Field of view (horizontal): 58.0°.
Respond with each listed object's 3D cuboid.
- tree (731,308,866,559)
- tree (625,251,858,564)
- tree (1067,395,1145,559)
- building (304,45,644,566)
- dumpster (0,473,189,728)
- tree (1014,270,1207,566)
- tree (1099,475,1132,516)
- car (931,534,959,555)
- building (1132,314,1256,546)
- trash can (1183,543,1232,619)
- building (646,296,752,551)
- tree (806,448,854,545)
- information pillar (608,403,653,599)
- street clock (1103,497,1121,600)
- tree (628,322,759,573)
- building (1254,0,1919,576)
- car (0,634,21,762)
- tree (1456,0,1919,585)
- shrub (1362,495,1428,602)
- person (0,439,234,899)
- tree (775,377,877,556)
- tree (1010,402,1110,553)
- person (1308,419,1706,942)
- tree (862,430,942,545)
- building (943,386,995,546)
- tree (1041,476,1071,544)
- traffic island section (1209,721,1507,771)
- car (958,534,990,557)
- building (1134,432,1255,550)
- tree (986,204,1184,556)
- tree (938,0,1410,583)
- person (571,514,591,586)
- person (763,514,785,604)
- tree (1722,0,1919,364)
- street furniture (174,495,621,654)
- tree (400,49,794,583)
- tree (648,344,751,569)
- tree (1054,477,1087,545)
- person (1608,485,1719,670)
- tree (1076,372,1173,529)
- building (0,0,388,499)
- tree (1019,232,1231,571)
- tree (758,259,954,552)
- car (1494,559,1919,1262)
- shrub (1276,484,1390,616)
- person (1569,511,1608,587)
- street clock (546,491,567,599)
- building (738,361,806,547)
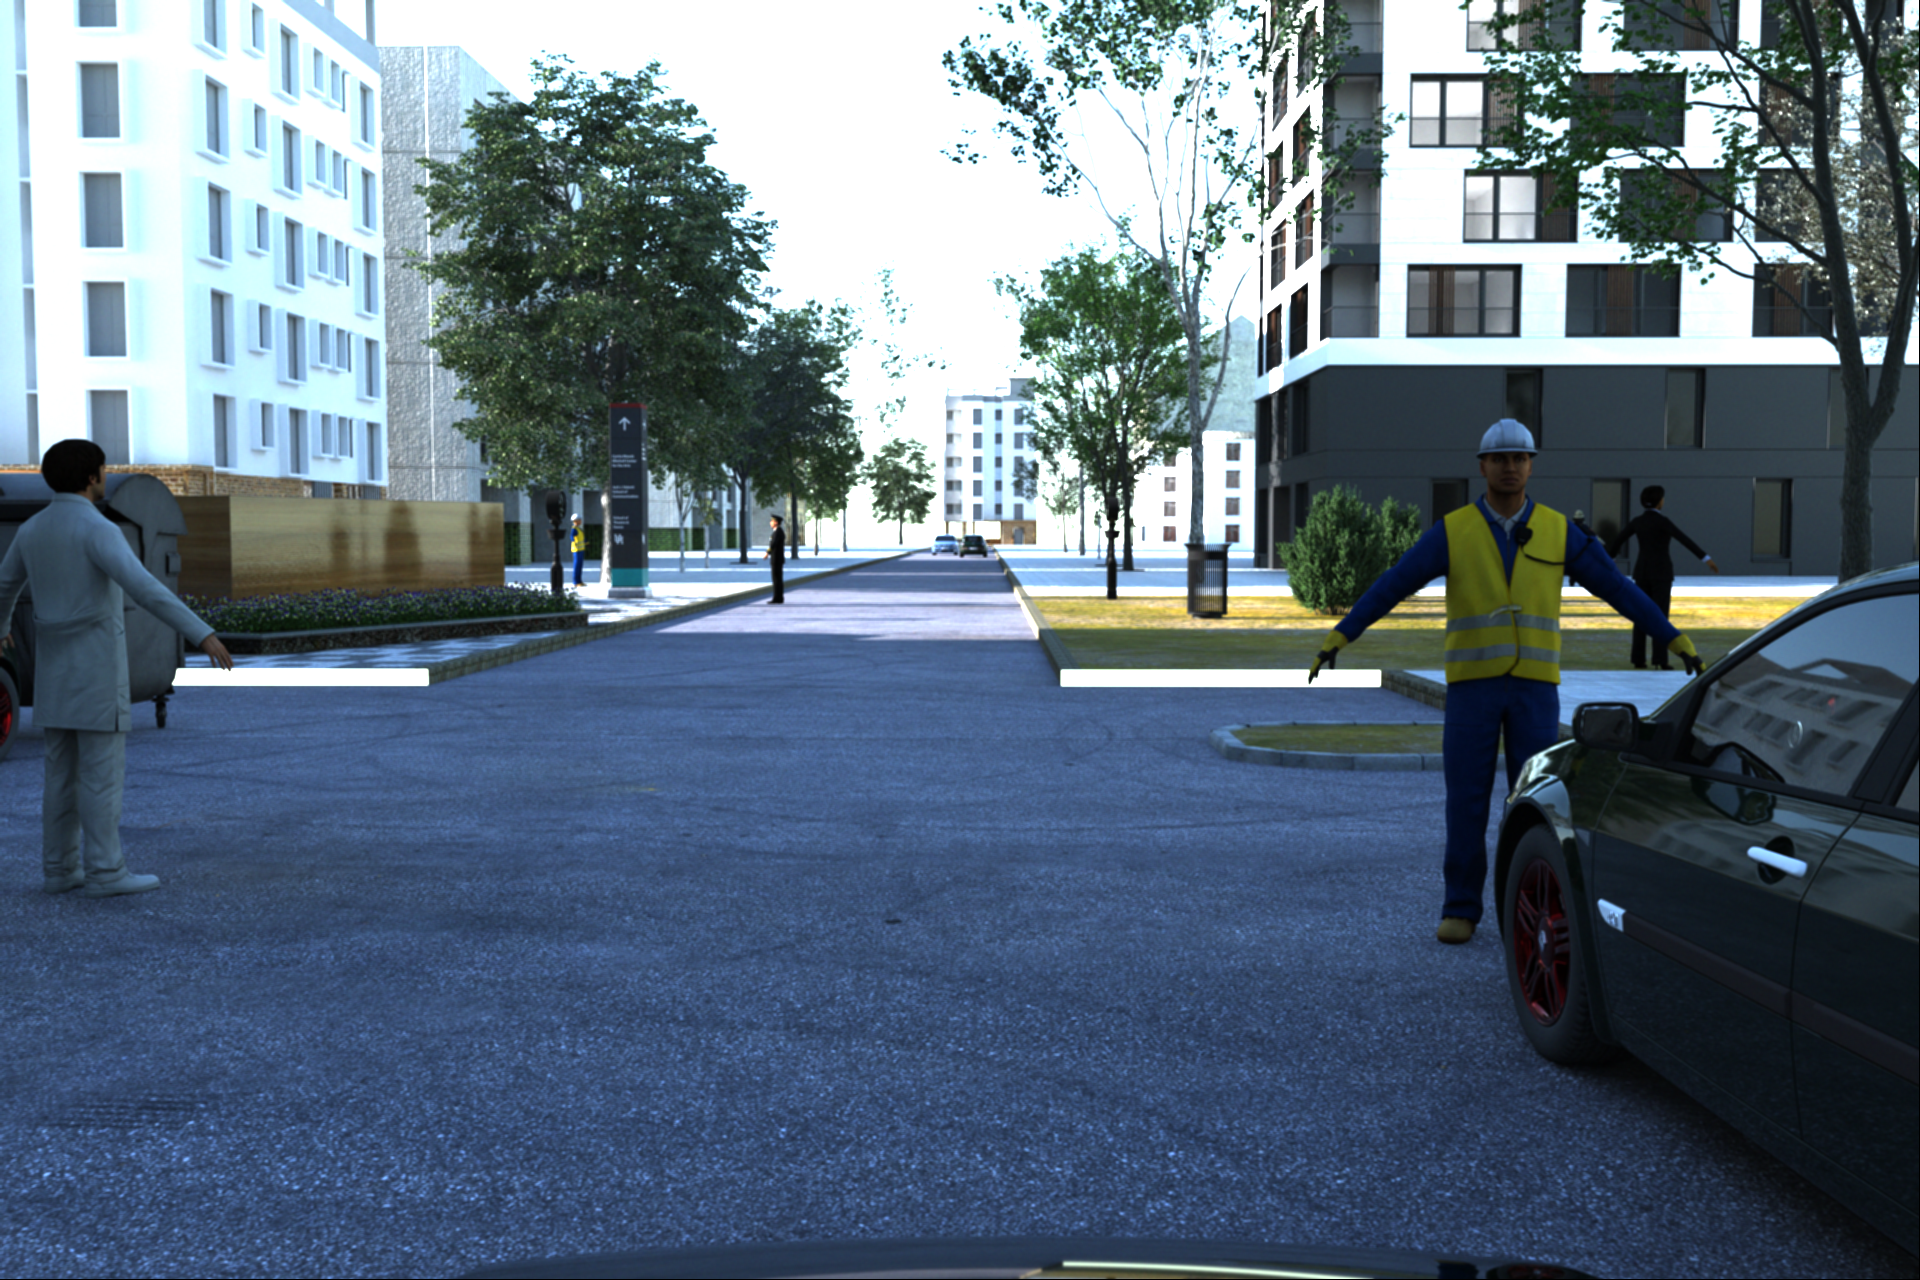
[{"bbox_3d":[-8.826,-10.378,87.809,7.486,12.596,7.792,0,3,0],"label":"tree"},{"bbox_3d":[-9.430,-10.049,74.669,12.009,13.543,11.850,0,3,0],"label":"tree"},{"bbox_3d":[7.372,-8.471,88.869,4.737,8.622,4.395,0,3,0],"label":"tree"},{"bbox_3d":[-26.003,-12.998,78.979,16.747,18.905,31.486,0,4,2],"label":"building"},{"bbox_3d":[-6.621,-0.249,12.279,1.865,1.857,1.264,0,4,1],"label":"dumpster"},{"bbox_3d":[5.960,-8.758,68.956,9.928,11.665,9.643,0,3,0],"label":"tree"},{"bbox_3d":[20.230,-16.750,208.274,7.601,10.594,8.767,0,4,6],"label":"tree"},{"bbox_3d":[-1.008,-6.558,119.219,2.014,1.417,4.499,0,4,1],"label":"car"},{"bbox_3d":[28.179,-21.484,182.193,19.493,23.208,18.063,0,4,1],"label":"building"},{"bbox_3d":[3.768,-0.901,26.378,0.748,1.137,0.748,0,3,0],"label":"trash can"},{"bbox_3d":[-28.216,-17.037,145.005,16.747,18.905,31.486,0,4,2],"label":"building"},{"bbox_3d":[-16.582,-17.917,211.063,7.486,12.596,7.792,0,3,0],"label":"tree"},{"bbox_3d":[-6.605,-2.766,34.595,0.750,3.857,0.750,0,4,1],"label":"information pillar"},{"bbox_3d":[2.981,-1.797,33.957,0.358,2.002,0.471,0,4,-1],"label":"street clock"},{"bbox_3d":[-9.418,-6.553,57.500,4.360,8.622,3.978,0,3,0],"label":"tree"},{"bbox_3d":[25.299,-13.722,68.325,27.936,21.610,32.646,0,4,1],"label":"building"},{"bbox_3d":[-6.832,0.029,9.306,2.009,1.686,4.222,0,4,1],"label":"car"},{"bbox_3d":[8.383,-5.501,15.694,9.928,11.665,9.643,0,3,0],"label":"tree"},{"bbox_3d":[8.236,-1.749,33.013,1.690,2.028,1.600,0,3,0],"label":"shrub"},{"bbox_3d":[-3.482,0.105,6.921,1.347,1.806,0.705,2,4,24],"label":"person"},{"bbox_3d":[-8.185,-10.234,101.744,7.601,10.594,8.767,-3,4,-36],"label":"tree"},{"bbox_3d":[6.892,-11.258,118.488,7.601,10.594,8.767,0,4,-8],"label":"tree"},{"bbox_3d":[1.912,0.143,6.096,1.349,1.833,0.705,1,4,11],"label":"person"},{"bbox_3d":[-7.100,-18.607,210.877,9.857,13.997,8.962,0,3,0],"label":"tree"},{"bbox_3d":[-1.799,-21.663,213.073,11.380,20.090,16.016,0,4,2],"label":"building"},{"bbox_3d":[12.014,-16.061,212.957,4.737,8.622,4.395,0,3,0],"label":"tree"},{"bbox_3d":[2.697,0.696,11.485,1.991,0.108,1.994,0,4,1],"label":"traffic island section"},{"bbox_3d":[0.845,-6.001,107.903,2.009,1.686,4.222,0,4,1],"label":"car"},{"bbox_3d":[21.266,-13.073,155.895,9.099,9.664,28.070,0,4,1],"label":"building"},{"bbox_3d":[7.582,-14.970,100.655,12.611,20.169,13.585,0,3,0],"label":"tree"},{"bbox_3d":[5.009,-11.502,43.942,12.611,20.169,13.585,0,3,0],"label":"tree"},{"bbox_3d":[-9.299,-2.206,42.531,0.721,1.772,1.216,0,4,5],"label":"person"},{"bbox_3d":[-3.788,-1.666,35.627,0.705,1.837,1.347,0,4,6],"label":"person"},{"bbox_3d":[17.812,-7.250,28.912,12.009,13.543,11.850,0,3,0],"label":"tree"},{"bbox_3d":[-9.160,-0.883,21.285,11.010,1.723,9.812,1,4,22],"label":"street furniture"},{"bbox_3d":[-9.201,-8.454,44.884,9.857,13.997,8.962,0,3,0],"label":"tree"},{"bbox_3d":[-9.147,-6.948,63.956,4.360,8.622,3.978,0,3,0],"label":"tree"},{"bbox_3d":[13.493,-15.767,208.149,4.737,8.622,4.395,0,3,0],"label":"tree"},{"bbox_3d":[6.623,-0.594,16.439,0.721,1.740,1.216,-2,4,-31],"label":"person"},{"bbox_3d":[7.040,-7.755,77.165,4.737,8.622,4.395,0,3,0],"label":"tree"},{"bbox_3d":[-25.064,-11.664,47.134,16.016,20.090,11.380,0,4,0],"label":"building"},{"bbox_3d":[5.738,-8.219,60.141,9.928,11.665,9.643,0,3,0],"label":"tree"},{"bbox_3d":[-7.224,-16.133,119.667,12.611,20.169,13.585,0,3,0],"label":"tree"},{"bbox_3d":[2.428,0.385,3.497,2.009,1.686,4.222,0,4,0],"label":"car"},{"bbox_3d":[5.907,-1.428,27.395,1.661,2.075,1.752,0,3,0],"label":"shrub"},{"bbox_3d":[15.128,-2.237,42.359,1.354,1.856,0.705,2,4,35],"label":"person"},{"bbox_3d":[-6.767,-1.498,29.060,0.358,2.002,0.471,0,4,1],"label":"street clock"},{"bbox_3d":[-26.777,-21.656,185.011,19.493,23.208,18.063,0,4,1],"label":"building"}]
